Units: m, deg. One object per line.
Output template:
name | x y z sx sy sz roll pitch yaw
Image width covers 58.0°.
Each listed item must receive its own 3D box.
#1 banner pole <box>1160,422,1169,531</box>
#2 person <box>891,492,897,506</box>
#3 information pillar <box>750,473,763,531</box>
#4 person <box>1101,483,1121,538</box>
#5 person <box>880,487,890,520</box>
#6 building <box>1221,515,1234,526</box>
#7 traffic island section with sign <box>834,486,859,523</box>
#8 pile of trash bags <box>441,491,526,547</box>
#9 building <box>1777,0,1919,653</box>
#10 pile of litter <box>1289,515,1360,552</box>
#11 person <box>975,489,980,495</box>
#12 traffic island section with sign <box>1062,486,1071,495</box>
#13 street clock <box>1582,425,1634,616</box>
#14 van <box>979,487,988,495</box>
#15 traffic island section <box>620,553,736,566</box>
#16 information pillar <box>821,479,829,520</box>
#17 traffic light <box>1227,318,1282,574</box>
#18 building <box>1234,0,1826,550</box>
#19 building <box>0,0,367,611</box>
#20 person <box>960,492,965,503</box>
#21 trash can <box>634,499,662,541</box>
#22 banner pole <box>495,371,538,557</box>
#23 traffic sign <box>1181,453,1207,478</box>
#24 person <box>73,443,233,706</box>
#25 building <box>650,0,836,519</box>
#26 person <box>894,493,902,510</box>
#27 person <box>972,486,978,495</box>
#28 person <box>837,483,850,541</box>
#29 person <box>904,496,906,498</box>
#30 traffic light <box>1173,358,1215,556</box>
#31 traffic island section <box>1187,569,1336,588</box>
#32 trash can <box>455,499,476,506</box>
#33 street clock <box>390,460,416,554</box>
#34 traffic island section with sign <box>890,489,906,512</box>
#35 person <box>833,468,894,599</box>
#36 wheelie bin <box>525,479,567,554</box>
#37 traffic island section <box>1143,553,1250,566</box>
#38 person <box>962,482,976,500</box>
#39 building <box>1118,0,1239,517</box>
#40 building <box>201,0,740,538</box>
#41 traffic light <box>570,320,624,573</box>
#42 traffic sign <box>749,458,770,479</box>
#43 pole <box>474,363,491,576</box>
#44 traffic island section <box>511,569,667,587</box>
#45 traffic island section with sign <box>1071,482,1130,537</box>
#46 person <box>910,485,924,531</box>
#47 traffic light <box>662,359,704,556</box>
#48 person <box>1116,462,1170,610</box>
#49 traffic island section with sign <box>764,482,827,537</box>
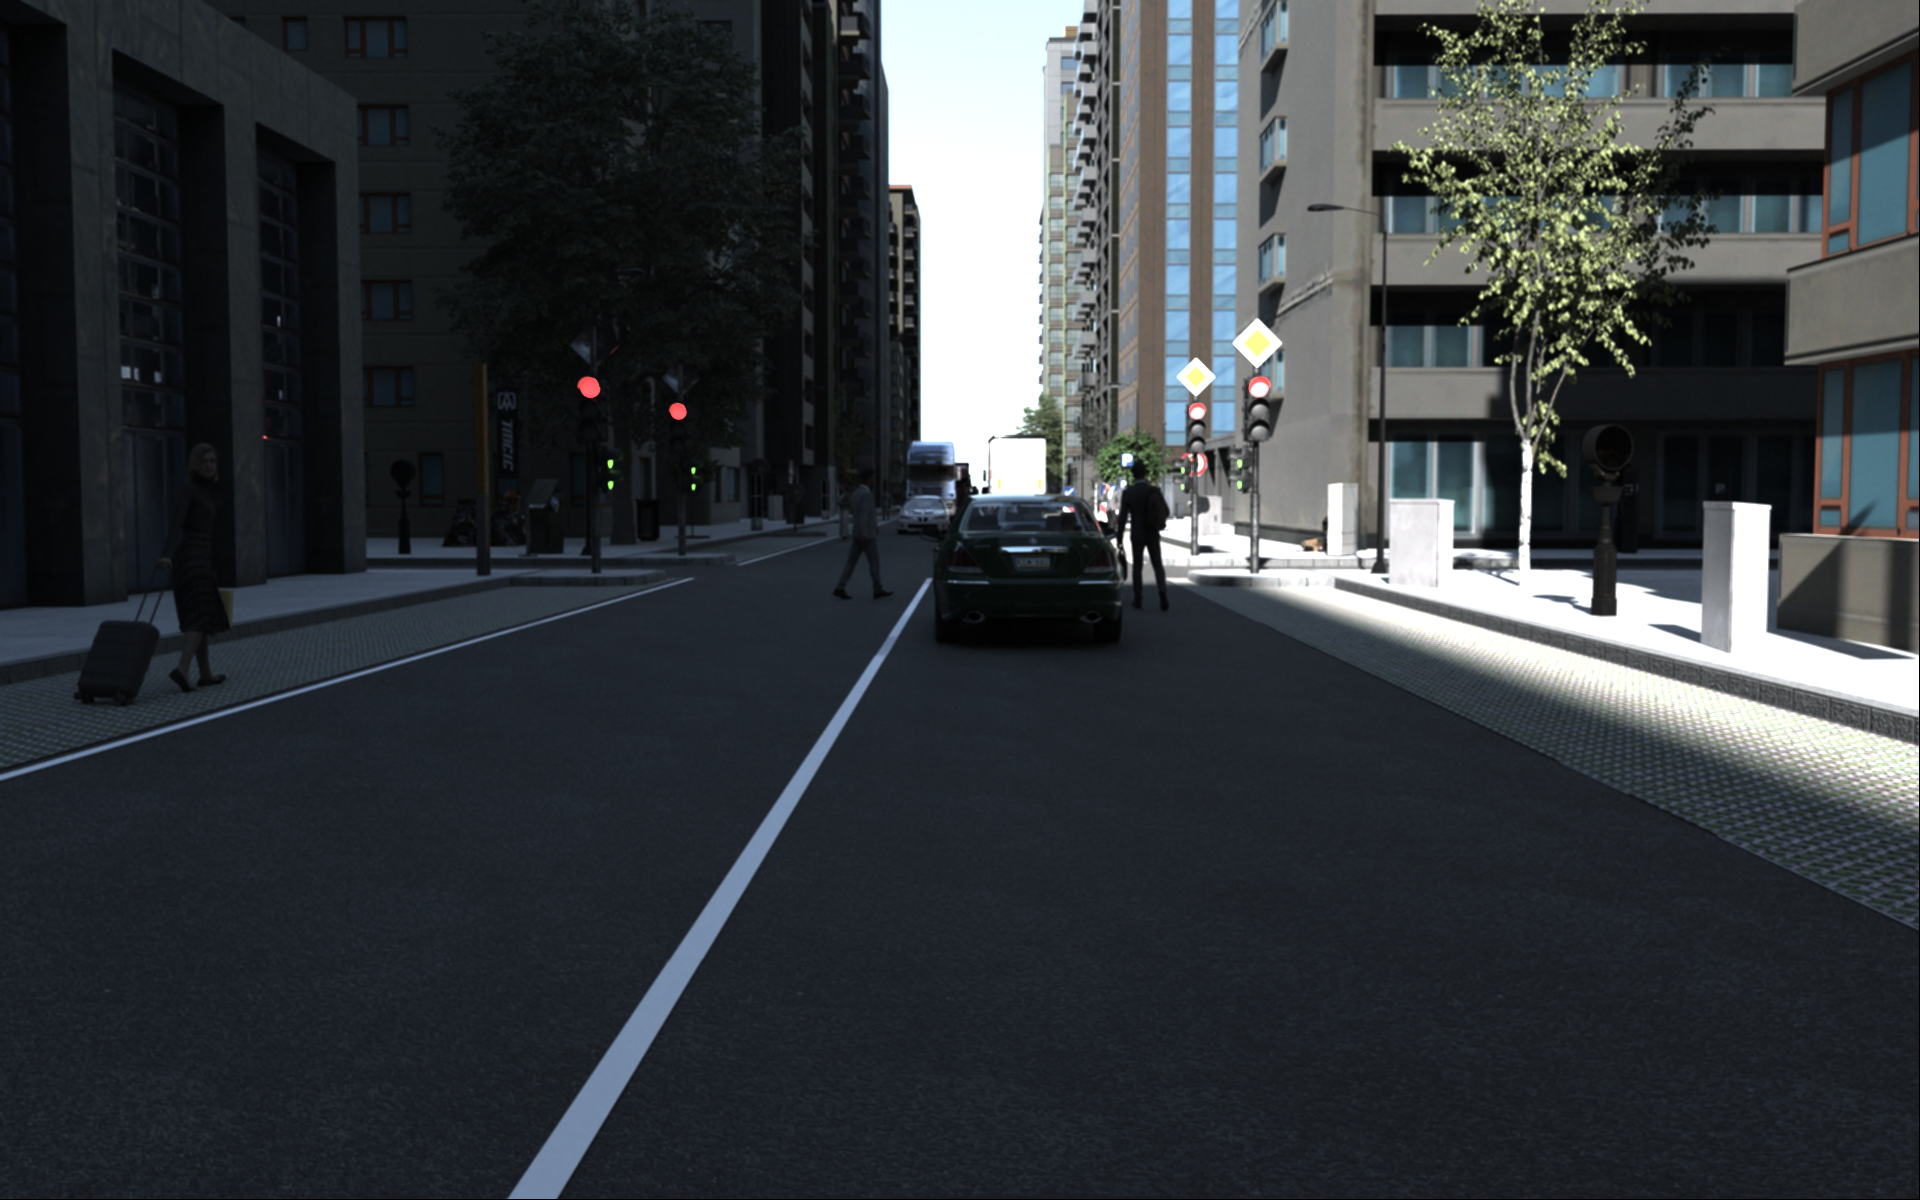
banner pole | 7.077 -4.298 60.283 0.401 3.779 0.863 0 4 4
person | -7.188 -11.255 193.341 1.217 1.723 0.721 3 4 36
information pillar | -7.154 -3.451 60.916 0.304 2.012 0.304 -3 5 -41
person | 4.896 -2.905 56.185 0.592 1.802 0.473 3 5 41
person | -4.093 -5.241 94.374 0.511 1.800 0.466 1 4 11
building | 21.009 -38.408 66.222 20.563 71.187 20.611 0 4 1
traffic island section with sign | -5.129 -4.681 85.159 1.989 1.847 2.006 0 4 1
pile of trash bags | -11.691 -2.067 43.541 1.912 1.369 3.447 0 4 2
building | 21.424 -9.556 1.279 27.650 21.520 28.899 0 4 1
pile of litter | 8.176 -1.519 38.808 1.719 0.858 1.176 0 4 -2
person | 1.027 -5.218 94.645 0.643 1.720 0.563 1 4 18
traffic island section with sign | 5.244 -4.702 85.507 1.989 1.847 2.006 0 4 1
street clock | 6.789 -0.834 18.204 0.471 2.002 0.358 -1 4 -14
van | 2.601 -8.367 141.176 2.240 2.365 5.245 0 4 0
traffic island section | -5.807 -0.844 36.083 2.009 0.180 2.903 0 4 1
information pillar | -6.755 -5.044 86.965 0.304 2.012 0.304 1 4 20
traffic light | 4.732 -2.380 27.832 0.839 4.253 0.868 0 4 1
building | 19.059 -25.981 48.487 21.600 48.544 21.300 0 4 1
building | -25.471 -42.962 15.095 31.000 86.520 22.319 0 4 1
person | 0.230 -8.541 149.617 0.415 1.643 0.593 2 4 32
trash can | -8.532 -2.186 47.399 0.748 1.137 0.748 0 3 0
banner pole | -9.105 -2.781 35.487 0.863 3.779 0.401 0 4 3
traffic sign | 6.752 -3.057 50.084 0.768 2.556 0.104 0 4 2
person | -5.690 -0.221 12.339 0.699 1.804 1.509 1 4 19
building | -14.459 -19.759 94.762 14.160 30.474 14.107 0 4 1
person | -4.864 -7.839 137.469 0.742 1.727 0.445 -2 4 -24
person | 0.873 -4.052 74.965 0.699 1.804 1.509 -3 4 -38
person | -3.579 -2.691 53.045 0.362 1.759 0.519 -2 4 -31
person | -3.968 -8.071 140.477 1.348 1.821 0.705 0 4 -4
traffic light | 4.843 -2.868 35.816 0.839 4.253 0.868 0 4 1
traffic island section | 4.772 -0.346 27.945 2.009 0.180 2.903 0 4 1
trash can | -13.122 -2.125 46.392 0.748 1.137 0.748 0 3 0
street clock | -11.893 -1.985 37.032 0.471 2.002 0.358 1 4 8
traffic island section with sign | -4.434 -7.767 135.622 1.989 1.847 2.006 0 4 1
person | -1.332 -0.910 23.661 0.850 1.792 0.678 -2 4 -28
wheelie bin | -8.910 -1.796 37.273 0.980 1.594 0.693 2 4 29
traffic island section | 4.883 -0.835 35.930 2.009 0.180 2.903 0 4 1
person | 0.277 -2.990 57.343 0.822 1.834 0.622 0 4 -1
building | 16.869 -27.649 102.177 14.600 45.320 14.200 0 4 1
building | -24.103 -13.424 64.524 27.650 21.520 28.899 0 4 1
traffic light | -5.879 -2.388 27.963 0.839 4.253 0.868 0 4 1
traffic sign | -7.138 -3.761 61.606 0.768 2.556 0.104 1 4 11
pole | -7.495 -2.038 27.161 0.158 3.312 0.155 0 3 0
traffic island section | -5.918 -0.356 28.098 2.009 0.180 2.903 0 4 1
traffic island section with sign | 4.872 -3.054 58.554 1.989 1.847 2.006 0 4 1
person | -1.716 -3.523 66.592 0.782 1.767 0.515 0 4 1
traffic light | -5.767 -2.876 35.947 0.839 4.253 0.868 0 4 1
person | 2.280 -0.799 21.521 0.622 1.834 0.822 -1 4 -9
traffic island section with sign | -5.513 -3.032 58.206 1.989 1.847 2.006 0 4 1
